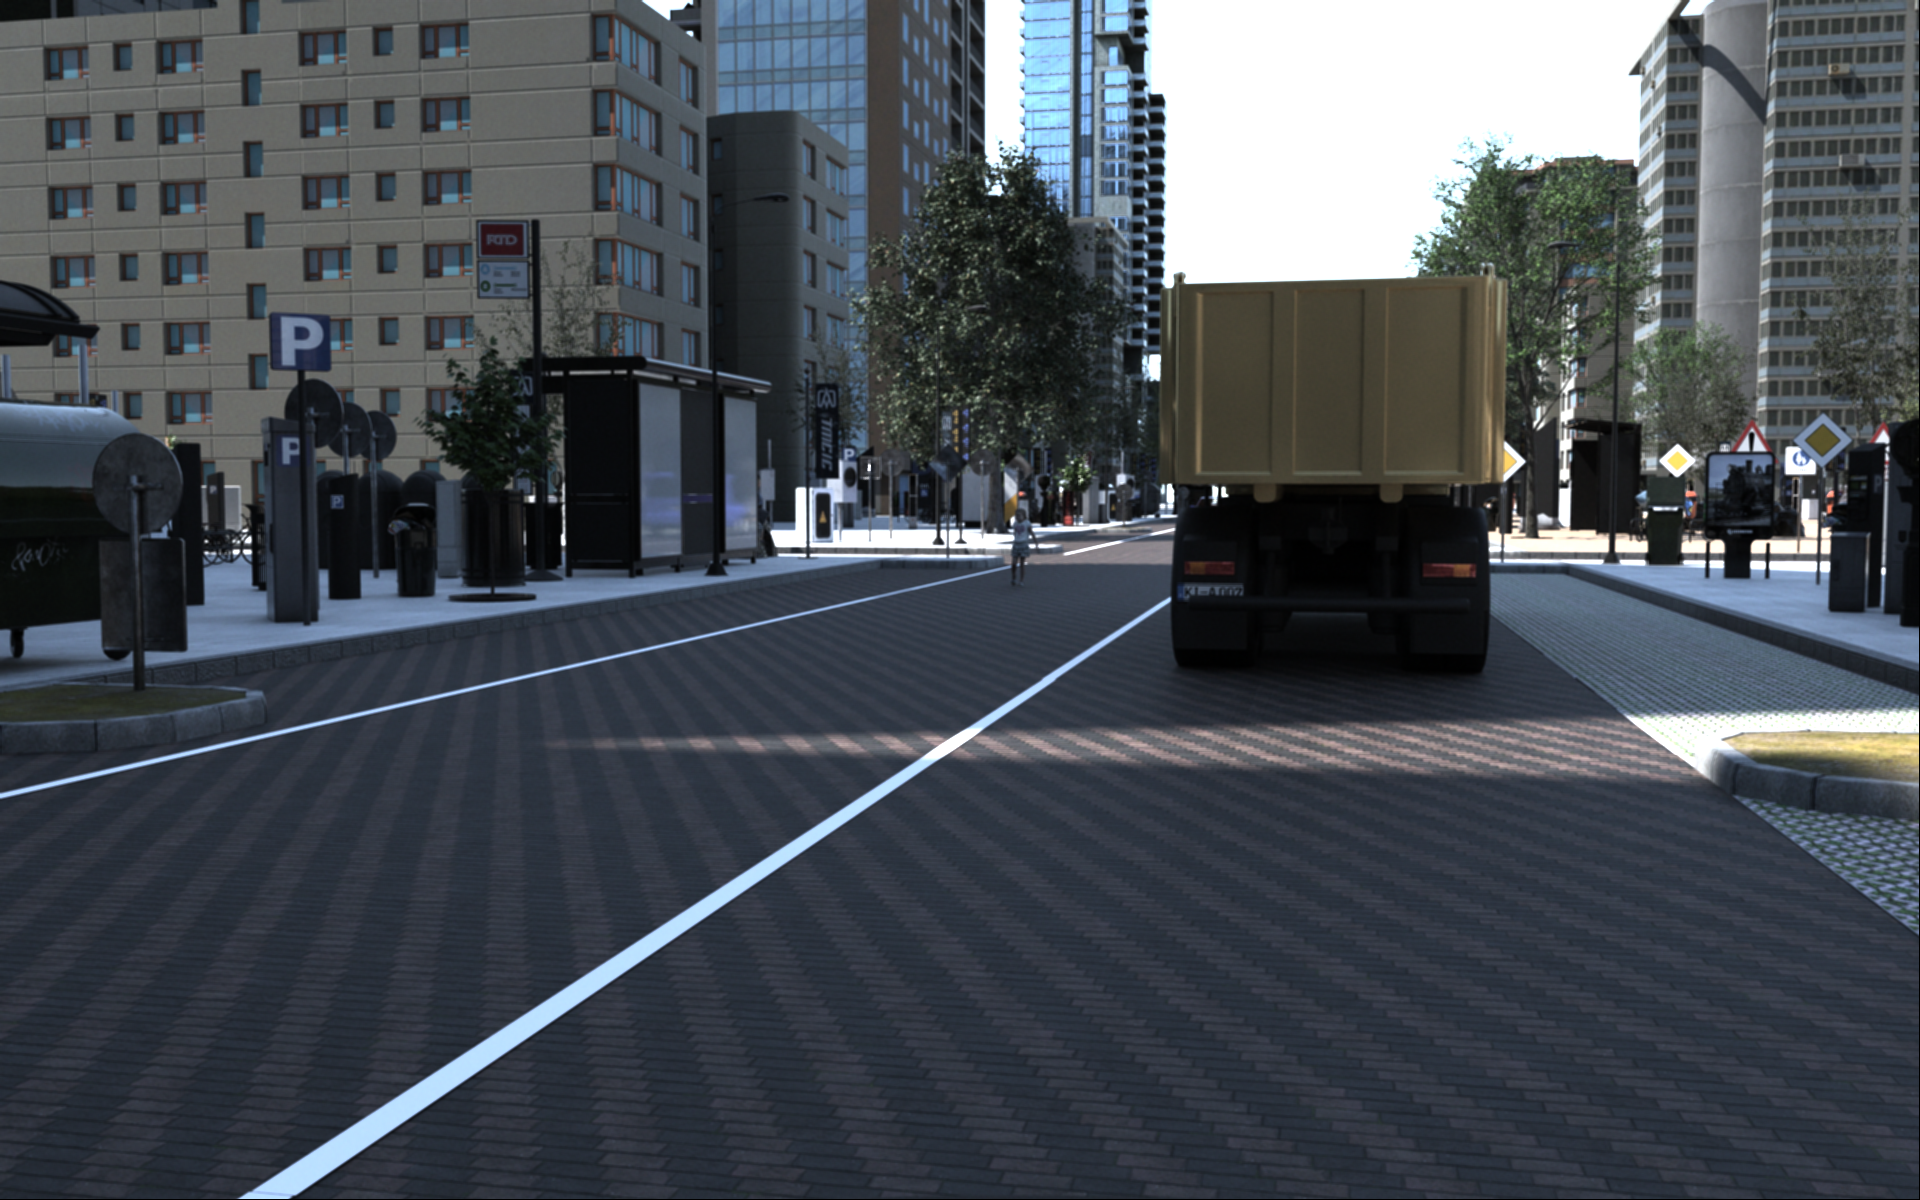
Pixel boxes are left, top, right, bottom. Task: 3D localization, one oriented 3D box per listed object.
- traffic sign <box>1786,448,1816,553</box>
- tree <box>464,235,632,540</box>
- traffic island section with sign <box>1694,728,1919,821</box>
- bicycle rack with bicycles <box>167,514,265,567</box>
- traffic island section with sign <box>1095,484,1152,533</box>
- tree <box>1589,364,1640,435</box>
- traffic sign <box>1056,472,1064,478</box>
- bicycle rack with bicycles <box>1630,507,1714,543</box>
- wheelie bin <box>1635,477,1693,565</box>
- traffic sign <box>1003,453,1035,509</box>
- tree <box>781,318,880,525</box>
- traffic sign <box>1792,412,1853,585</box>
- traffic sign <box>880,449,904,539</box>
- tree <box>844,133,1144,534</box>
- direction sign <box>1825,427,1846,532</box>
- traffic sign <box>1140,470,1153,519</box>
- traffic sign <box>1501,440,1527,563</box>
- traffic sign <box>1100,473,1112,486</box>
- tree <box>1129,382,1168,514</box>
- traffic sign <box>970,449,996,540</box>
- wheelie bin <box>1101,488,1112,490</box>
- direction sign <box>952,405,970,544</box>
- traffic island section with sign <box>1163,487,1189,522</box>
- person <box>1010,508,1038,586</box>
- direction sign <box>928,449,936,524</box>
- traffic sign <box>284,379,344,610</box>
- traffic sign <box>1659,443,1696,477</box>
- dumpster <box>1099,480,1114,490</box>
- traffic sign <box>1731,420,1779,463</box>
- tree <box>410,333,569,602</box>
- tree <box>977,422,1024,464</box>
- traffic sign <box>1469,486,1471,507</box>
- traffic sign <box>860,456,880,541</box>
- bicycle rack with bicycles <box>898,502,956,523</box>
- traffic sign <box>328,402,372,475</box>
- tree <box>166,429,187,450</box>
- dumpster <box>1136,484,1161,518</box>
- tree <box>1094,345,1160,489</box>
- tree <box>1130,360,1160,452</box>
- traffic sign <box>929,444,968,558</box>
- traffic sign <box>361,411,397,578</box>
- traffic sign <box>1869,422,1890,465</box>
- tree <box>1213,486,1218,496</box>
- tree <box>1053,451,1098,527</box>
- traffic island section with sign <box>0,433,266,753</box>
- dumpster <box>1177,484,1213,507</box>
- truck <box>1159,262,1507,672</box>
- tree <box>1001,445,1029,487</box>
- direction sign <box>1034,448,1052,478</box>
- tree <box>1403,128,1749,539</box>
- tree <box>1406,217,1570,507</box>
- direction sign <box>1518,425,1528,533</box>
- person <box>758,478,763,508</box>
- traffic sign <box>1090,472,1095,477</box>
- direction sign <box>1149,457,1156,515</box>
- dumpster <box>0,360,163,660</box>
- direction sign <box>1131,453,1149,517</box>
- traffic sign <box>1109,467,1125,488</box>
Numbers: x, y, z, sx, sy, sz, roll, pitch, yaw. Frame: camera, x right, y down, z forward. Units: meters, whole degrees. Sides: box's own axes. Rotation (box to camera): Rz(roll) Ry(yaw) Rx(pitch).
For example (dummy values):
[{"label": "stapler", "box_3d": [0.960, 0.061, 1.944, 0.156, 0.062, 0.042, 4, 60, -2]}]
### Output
[{"label": "traffic sign", "box_3d": [18.387, -2.189, 37.917, 0.606, 2.300, 0.079, 1, 4, 20]}, {"label": "tree", "box_3d": [-11.354, -6.011, 48.647, 4.360, 8.622, 3.978, 0, 3, 0]}, {"label": "traffic island section with sign", "box_3d": [4.725, 0.015, 8.389, 1.989, 1.847, 2.006, 1, 4, 12]}, {"label": "bicycle rack with bicycles", "box_3d": [-13.514, -1.075, 30.957, 2.852, 0.926, 2.925, 2, 4, 35]}, {"label": "traffic island section with sign", "box_3d": [6.148, -3.430, 64.715, 1.989, 1.847, 2.006, 1, 4, 12]}, {"label": "tree", "box_3d": [37.403, -8.965, 96.933, 4.360, 8.622, 3.978, 0, 3, 0]}, {"label": "traffic sign", "box_3d": [4.571, -4.637, 76.994, 0.795, 2.450, 0.064, 1, 4, 14]}, {"label": "bicycle rack with bicycles", "box_3d": [19.147, -2.030, 46.567, 2.925, 0.926, 2.852, -2, 4, -33]}, {"label": "wheelie bin", "box_3d": [12.736, -1.434, 31.347, 0.980, 1.594, 0.693, 1, 4, 22]}, {"label": "traffic sign", "box_3d": [1.429, -2.374, 42.457, 0.795, 2.450, 0.064, 1, 4, 12]}, {"label": "tree", "box_3d": [-5.088, -7.419, 71.661, 4.360, 8.622, 3.978, 0, 3, 0]}, {"label": "traffic sign", "box_3d": [12.159, -1.425, 24.477, 0.795, 2.450, 0.064, 1, 4, 13]}, {"label": "traffic sign", "box_3d": [-1.954, -2.985, 48.907, 0.768, 2.556, 0.104, 1, 4, 19]}, {"label": "tree", "box_3d": [1.094, -8.477, 55.599, 9.611, 12.733, 9.660, 0, 3, 0]}, {"label": "direction sign", "box_3d": [29.634, -4.079, 58.687, 0.876, 3.537, 0.379, -1, 4, -22]}, {"label": "traffic sign", "box_3d": [9.719, -5.546, 90.775, 0.768, 2.556, 0.104, 1, 4, 21]}, {"label": "traffic sign", "box_3d": [10.167, -1.760, 32.413, 0.795, 2.450, 0.064, 1, 4, 12]}, {"label": "traffic sign", "box_3d": [8.811, -6.380, 104.420, 0.768, 2.556, 0.104, 1, 4, 14]}, {"label": "tree", "box_3d": [12.968, -9.801, 110.614, 4.737, 8.622, 4.395, 0, 3, 0]}, {"label": "traffic sign", "box_3d": [0.633, -2.970, 48.660, 0.768, 2.556, 0.104, 1, 4, 14]}, {"label": "wheelie bin", "box_3d": [7.970, -5.310, 94.724, 0.980, 1.594, 0.693, -1, 4, -13]}, {"label": "direction sign", "box_3d": [0.020, -3.199, 44.299, 0.379, 3.537, 0.876, -2, 4, -29]}, {"label": "traffic island section with sign", "box_3d": [11.767, -5.043, 91.081, 1.989, 1.847, 2.006, 1, 4, 12]}, {"label": "person", "box_3d": [1.005, -0.827, 27.029, 0.505, 1.210, 0.382, 1, 4, 23]}, {"label": "direction sign", "box_3d": [-1.166, -4.967, 73.208, 0.379, 3.537, 0.876, 0, 4, 4]}, {"label": "traffic sign", "box_3d": [-7.153, -1.165, 19.154, 0.768, 2.556, 0.104, 1, 4, 17]}, {"label": "traffic sign", "box_3d": [16.353, -2.346, 39.539, 0.795, 2.450, 0.064, 1, 4, 17]}, {"label": "dumpster", "box_3d": [8.833, -6.422, 107.492, 1.502, 2.255, 1.985, 1, 4, 12]}, {"label": "traffic sign", "box_3d": [13.852, -1.858, 30.374, 0.884, 2.594, 0.081, 1, 4, 18]}, {"label": "tree", "box_3d": [-5.543, -1.612, 20.952, 1.663, 3.219, 1.824, 0, 3, 0]}, {"label": "tree", "box_3d": [1.232, -8.476, 88.939, 4.360, 8.622, 3.978, 0, 3, 0]}, {"label": "traffic sign", "box_3d": [11.835, -2.237, 40.223, 0.795, 2.450, 0.064, 1, 4, 12]}, {"label": "traffic sign", "box_3d": [-2.440, -2.740, 46.921, 0.606, 2.300, 0.079, 1, 4, 21]}, {"label": "bicycle rack with bicycles", "box_3d": [-1.324, -3.946, 77.900, 2.925, 0.926, 2.852, -3, 5, -40]}, {"label": "traffic sign", "box_3d": [-8.479, -1.459, 23.964, 0.768, 2.556, 0.104, 1, 4, 16]}, {"label": "tree", "box_3d": [-23.075, -3.446, 50.948, 1.663, 3.219, 1.824, 0, 3, 0]}, {"label": "dumpster", "box_3d": [10.140, -5.356, 93.337, 1.264, 1.857, 1.865, 1, 4, 12]}, {"label": "tree", "box_3d": [8.003, -8.227, 84.880, 4.360, 8.622, 3.978, 0, 3, 0]}, {"label": "tree", "box_3d": [17.754, -13.410, 129.619, 12.009, 13.543, 11.850, 0, 3, 0]}, {"label": "traffic sign", "box_3d": [-0.239, -1.896, 34.648, 0.795, 2.450, 0.064, 1, 4, 12]}, {"label": "traffic sign", "box_3d": [-8.942, -1.611, 26.450, 0.768, 2.556, 0.104, 1, 4, 18]}, {"label": "traffic sign", "box_3d": [16.686, -1.919, 31.383, 0.884, 2.594, 0.081, 1, 4, 17]}, {"label": "tree", "box_3d": [23.778, -14.716, 157.618, 9.611, 12.733, 9.660, 0, 3, 0]}, {"label": "tree", "box_3d": [4.574, -4.461, 67.531, 1.663, 3.219, 1.824, 0, 3, 0]}, {"label": "traffic island section with sign", "box_3d": [-5.411, -0.118, 10.555, 1.989, 1.847, 2.006, 1, 4, 12]}, {"label": "dumpster", "box_3d": [12.944, -5.530, 95.365, 1.985, 2.255, 1.502, 1, 4, 10]}, {"label": "truck", "box_3d": [3.828, -1.332, 17.710, 3.469, 3.379, 9.791, 1, 4, 13]}, {"label": "tree", "box_3d": [2.341, -7.089, 99.622, 4.285, 4.588, 4.351, 0, 3, 0]}, {"label": "direction sign", "box_3d": [4.039, -5.678, 84.825, 0.876, 3.537, 0.379, 1, 4, 10]}, {"label": "tree", "box_3d": [16.361, -7.579, 49.677, 9.928, 11.665, 9.643, 0, 3, 0]}, {"label": "tree", "box_3d": [23.092, -10.621, 80.305, 9.857, 13.997, 8.962, 0, 3, 0]}, {"label": "direction sign", "box_3d": [18.548, -3.967, 56.859, 0.379, 3.537, 0.876, 3, 5, 43]}, {"label": "person", "box_3d": [-4.953, -2.032, 41.741, 0.654, 1.822, 0.581, 1, 4, 11]}, {"label": "traffic sign", "box_3d": [7.394, -6.079, 99.503, 0.768, 2.556, 0.104, 1, 4, 17]}, {"label": "direction sign", "box_3d": [11.547, -6.955, 105.706, 0.876, 3.537, 0.379, -1, 4, -21]}, {"label": "dumpster", "box_3d": [-7.069, -0.620, 12.628, 1.502, 2.255, 1.985, 1, 4, 12]}, {"label": "direction sign", "box_3d": [9.890, -6.376, 96.252, 0.876, 3.537, 0.379, -1, 4, -17]}, {"label": "traffic sign", "box_3d": [7.361, -4.961, 81.223, 0.768, 2.556, 0.104, 1, 4, 15]}]
